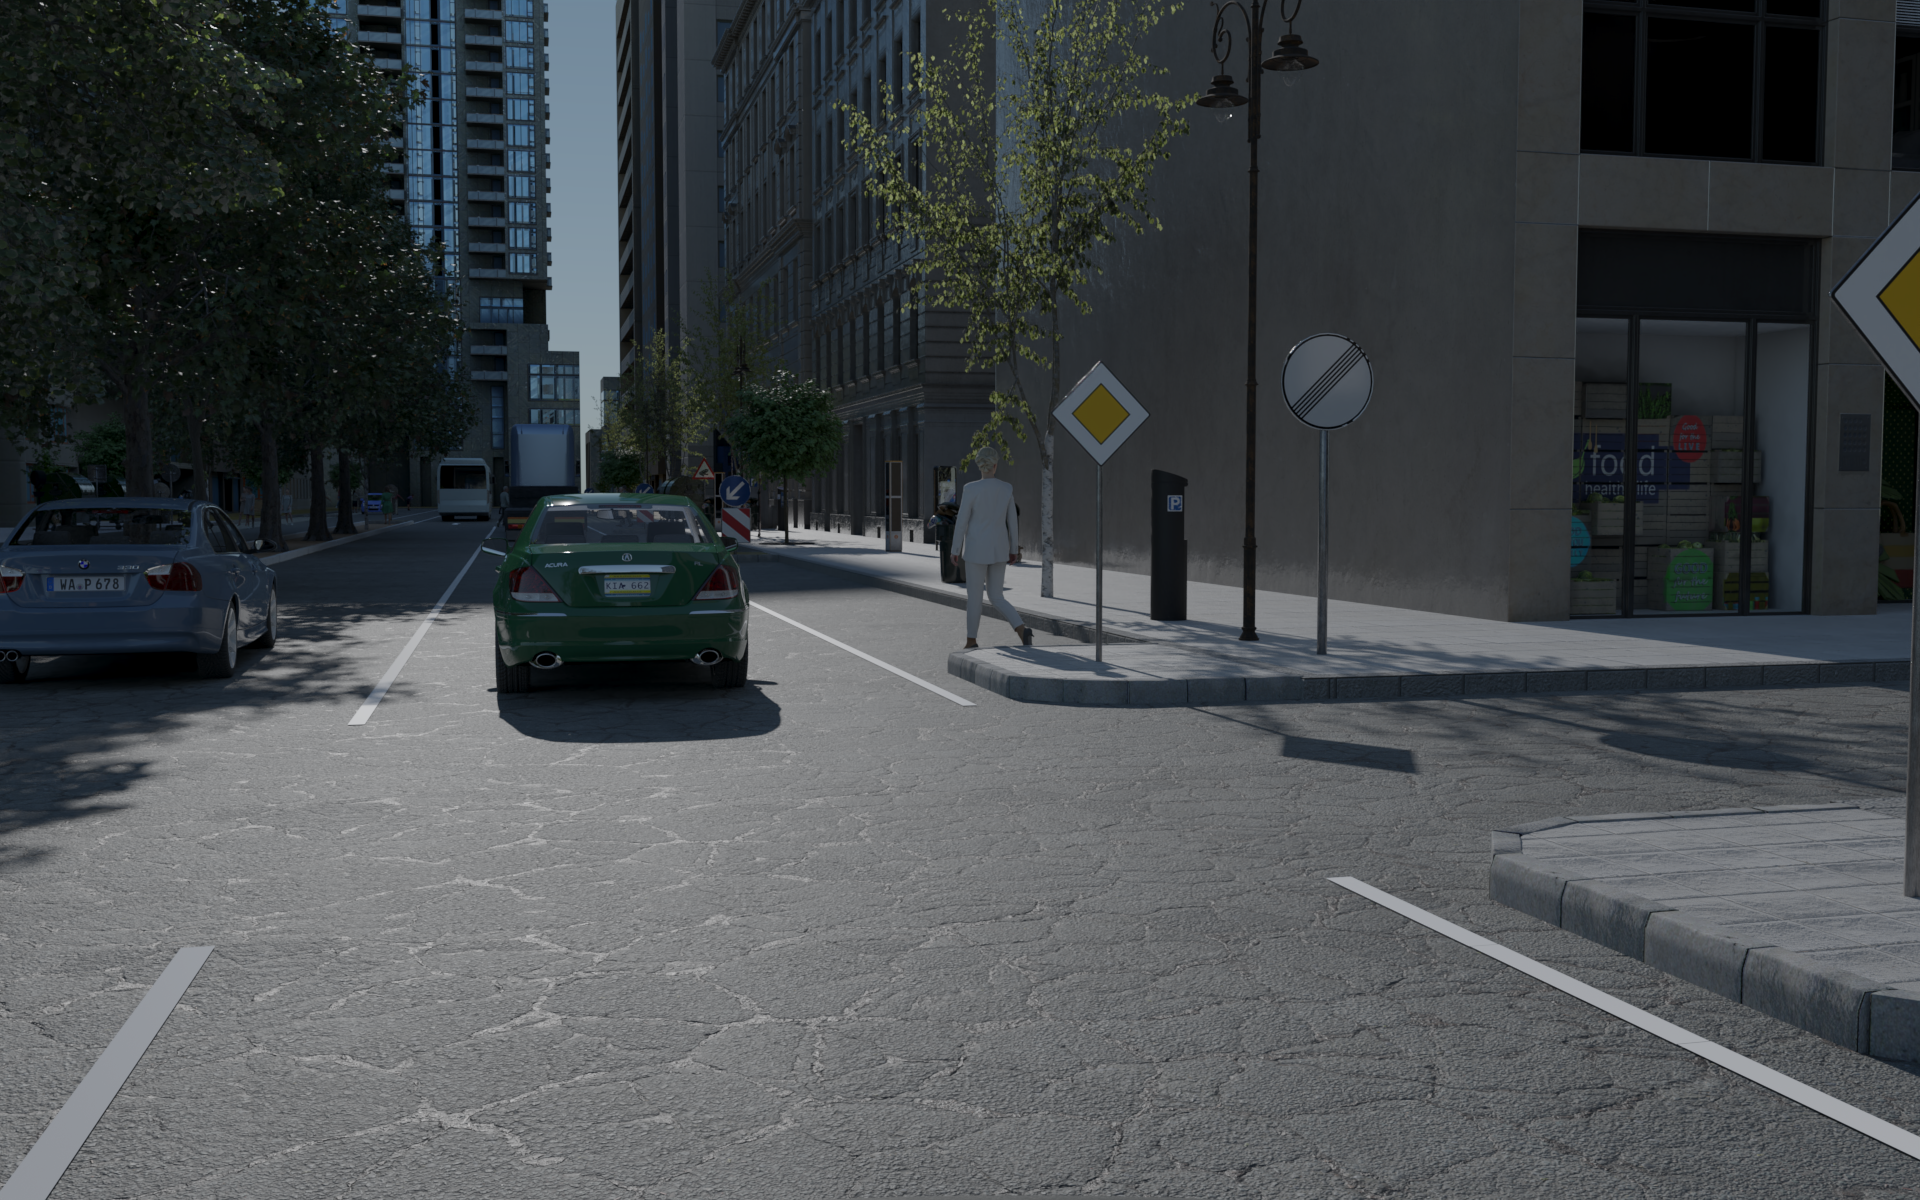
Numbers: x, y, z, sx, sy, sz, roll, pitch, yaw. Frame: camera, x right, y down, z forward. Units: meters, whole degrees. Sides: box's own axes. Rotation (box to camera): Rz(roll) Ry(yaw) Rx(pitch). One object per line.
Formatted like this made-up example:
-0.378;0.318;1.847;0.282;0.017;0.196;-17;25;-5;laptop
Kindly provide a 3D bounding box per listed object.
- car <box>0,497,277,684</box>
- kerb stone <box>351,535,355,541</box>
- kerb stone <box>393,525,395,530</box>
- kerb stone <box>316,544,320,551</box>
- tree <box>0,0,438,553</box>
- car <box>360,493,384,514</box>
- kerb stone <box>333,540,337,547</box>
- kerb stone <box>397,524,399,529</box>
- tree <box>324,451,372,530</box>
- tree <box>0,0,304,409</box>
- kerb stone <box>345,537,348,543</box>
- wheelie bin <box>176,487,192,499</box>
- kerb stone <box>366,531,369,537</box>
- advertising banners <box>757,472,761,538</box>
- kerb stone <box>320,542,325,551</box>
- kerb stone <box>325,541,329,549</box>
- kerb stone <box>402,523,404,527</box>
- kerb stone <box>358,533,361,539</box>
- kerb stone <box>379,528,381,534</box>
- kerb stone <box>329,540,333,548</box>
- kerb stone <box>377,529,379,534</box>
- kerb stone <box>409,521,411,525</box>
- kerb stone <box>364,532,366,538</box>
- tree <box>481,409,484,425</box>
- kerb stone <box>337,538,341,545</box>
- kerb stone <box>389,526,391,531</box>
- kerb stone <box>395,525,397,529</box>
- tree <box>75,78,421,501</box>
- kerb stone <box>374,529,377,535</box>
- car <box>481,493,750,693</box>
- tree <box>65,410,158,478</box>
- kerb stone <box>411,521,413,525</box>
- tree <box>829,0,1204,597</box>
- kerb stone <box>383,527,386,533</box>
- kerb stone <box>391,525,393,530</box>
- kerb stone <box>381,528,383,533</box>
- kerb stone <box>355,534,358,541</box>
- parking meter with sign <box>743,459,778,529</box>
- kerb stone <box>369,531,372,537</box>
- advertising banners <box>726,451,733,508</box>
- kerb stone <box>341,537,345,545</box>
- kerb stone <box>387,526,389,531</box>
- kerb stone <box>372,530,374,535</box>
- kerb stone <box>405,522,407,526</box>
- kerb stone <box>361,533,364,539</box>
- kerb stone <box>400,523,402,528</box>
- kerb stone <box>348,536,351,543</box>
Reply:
-6.849;-0.153;14.509;2.014;1.417;4.499;-1;4;-15;car
-18.277;-1.809;51.773;0.120;0.150;1.000;-1;4;-14;kerb stone
-22.595;-2.842;68.658;0.120;0.150;1.000;-1;4;-14;kerb stone
-16.002;-1.261;42.835;0.120;0.150;1.000;-1;4;-14;kerb stone
-16.975;-7.516;42.344;9.611;12.733;9.660;0;3;0;tree
-41.581;-6.942;123.087;1.945;1.707;3.694;-1;4;-15;car
-17.018;-1.505;46.807;0.120;0.150;1.000;-1;4;-14;kerb stone
-23.103;-2.963;70.660;0.120;0.150;1.000;-1;4;-14;kerb stone
-23.746;-7.109;69.054;4.360;8.622;3.978;0;3;0;tree
-9.680;-6.417;14.031;9.857;13.997;8.962;0;3;0;tree
-17.773;-1.688;49.791;0.120;0.150;1.000;-1;4;-14;kerb stone
-34.733;-4.260;77.564;0.693;1.594;0.980;-2;4;-26;wheelie bin
-19.551;-2.112;56.742;0.120;0.150;1.000;-1;4;-14;kerb stone
-5.982;-3.391;51.631;0.090;3.025;2.074;0;4;-5;advertising banners
-16.248;-1.322;43.836;0.120;0.150;1.000;-1;4;-14;kerb stone
-16.512;-1.381;44.824;0.120;0.150;1.000;-1;4;-14;kerb stone
-23.856;-3.146;73.634;0.120;0.150;1.000;-1;4;-14;kerb stone
-18.787;-1.930;53.758;0.120;0.150;1.000;-1;4;-14;kerb stone
-20.818;-2.417;61.717;0.120;0.150;1.000;-1;4;-14;kerb stone
-16.767;-1.444;45.814;0.120;0.150;1.000;-1;4;-14;kerb stone
-20.565;-2.357;60.726;0.120;0.150;1.000;-1;4;-14;kerb stone
-25.130;-3.451;78.615;0.120;0.150;1.000;-1;4;-14;kerb stone
-19.294;-2.052;55.739;0.120;0.150;1.000;-1;4;-14;kerb stone
-19.586;-8.138;52.530;9.611;12.733;9.660;0;3;0;tree
-17.273;-1.567;47.808;0.120;0.150;1.000;-1;4;-14;kerb stone
-22.084;-2.720;66.671;0.120;0.150;1.000;-1;4;-14;kerb stone
-22.847;-2.894;69.661;0.120;0.150;1.000;-1;4;-14;kerb stone
-14.879;-5.939;33.974;8.767;10.594;7.601;-1;4;-14;tree
-20.309;-2.296;59.734;0.120;0.150;1.000;-1;4;-14;kerb stone
-2.799;-0.137;14.043;2.131;1.459;4.920;-1;4;-13;car
-33.067;-5.138;67.728;4.285;4.588;4.351;0;3;0;tree
-25.377;-3.511;79.618;0.120;0.150;1.000;-1;4;-14;kerb stone
0.859;-4.345;21.399;4.360;8.622;3.978;0;3;0;tree
-21.322;-2.535;63.699;0.120;0.150;1.000;-1;4;-14;kerb stone
-22.332;-2.781;67.663;0.120;0.150;1.000;-1;4;-14;kerb stone
-21.074;-2.478;62.707;0.120;0.150;1.000;-1;4;-14;kerb stone
-18.532;-1.870;52.764;0.120;0.150;1.000;-1;4;-14;kerb stone
-7.378;-4.130;63.782;0.543;3.016;1.738;2;4;28;parking meter with sign
-19.806;-2.174;57.743;0.120;0.150;1.000;-1;4;-14;kerb stone
-8.813;-4.296;66.421;0.090;3.025;2.074;0;4;-1;advertising banners
-17.513;-1.625;48.802;0.120;0.150;1.000;-1;4;-14;kerb stone
-21.832;-2.659;65.679;0.120;0.150;1.000;-1;4;-14;kerb stone
-20.054;-2.235;58.736;0.120;0.150;1.000;-1;4;-14;kerb stone
-24.371;-3.265;75.628;0.120;0.150;1.000;-1;4;-14;kerb stone
-19.036;-1.991;54.750;0.120;0.150;1.000;-1;4;-14;kerb stone
-23.604;-3.081;72.643;0.120;0.150;1.000;-1;4;-14;kerb stone
-18.031;-1.748;50.781;0.120;0.150;1.000;-1;4;-14;kerb stone
